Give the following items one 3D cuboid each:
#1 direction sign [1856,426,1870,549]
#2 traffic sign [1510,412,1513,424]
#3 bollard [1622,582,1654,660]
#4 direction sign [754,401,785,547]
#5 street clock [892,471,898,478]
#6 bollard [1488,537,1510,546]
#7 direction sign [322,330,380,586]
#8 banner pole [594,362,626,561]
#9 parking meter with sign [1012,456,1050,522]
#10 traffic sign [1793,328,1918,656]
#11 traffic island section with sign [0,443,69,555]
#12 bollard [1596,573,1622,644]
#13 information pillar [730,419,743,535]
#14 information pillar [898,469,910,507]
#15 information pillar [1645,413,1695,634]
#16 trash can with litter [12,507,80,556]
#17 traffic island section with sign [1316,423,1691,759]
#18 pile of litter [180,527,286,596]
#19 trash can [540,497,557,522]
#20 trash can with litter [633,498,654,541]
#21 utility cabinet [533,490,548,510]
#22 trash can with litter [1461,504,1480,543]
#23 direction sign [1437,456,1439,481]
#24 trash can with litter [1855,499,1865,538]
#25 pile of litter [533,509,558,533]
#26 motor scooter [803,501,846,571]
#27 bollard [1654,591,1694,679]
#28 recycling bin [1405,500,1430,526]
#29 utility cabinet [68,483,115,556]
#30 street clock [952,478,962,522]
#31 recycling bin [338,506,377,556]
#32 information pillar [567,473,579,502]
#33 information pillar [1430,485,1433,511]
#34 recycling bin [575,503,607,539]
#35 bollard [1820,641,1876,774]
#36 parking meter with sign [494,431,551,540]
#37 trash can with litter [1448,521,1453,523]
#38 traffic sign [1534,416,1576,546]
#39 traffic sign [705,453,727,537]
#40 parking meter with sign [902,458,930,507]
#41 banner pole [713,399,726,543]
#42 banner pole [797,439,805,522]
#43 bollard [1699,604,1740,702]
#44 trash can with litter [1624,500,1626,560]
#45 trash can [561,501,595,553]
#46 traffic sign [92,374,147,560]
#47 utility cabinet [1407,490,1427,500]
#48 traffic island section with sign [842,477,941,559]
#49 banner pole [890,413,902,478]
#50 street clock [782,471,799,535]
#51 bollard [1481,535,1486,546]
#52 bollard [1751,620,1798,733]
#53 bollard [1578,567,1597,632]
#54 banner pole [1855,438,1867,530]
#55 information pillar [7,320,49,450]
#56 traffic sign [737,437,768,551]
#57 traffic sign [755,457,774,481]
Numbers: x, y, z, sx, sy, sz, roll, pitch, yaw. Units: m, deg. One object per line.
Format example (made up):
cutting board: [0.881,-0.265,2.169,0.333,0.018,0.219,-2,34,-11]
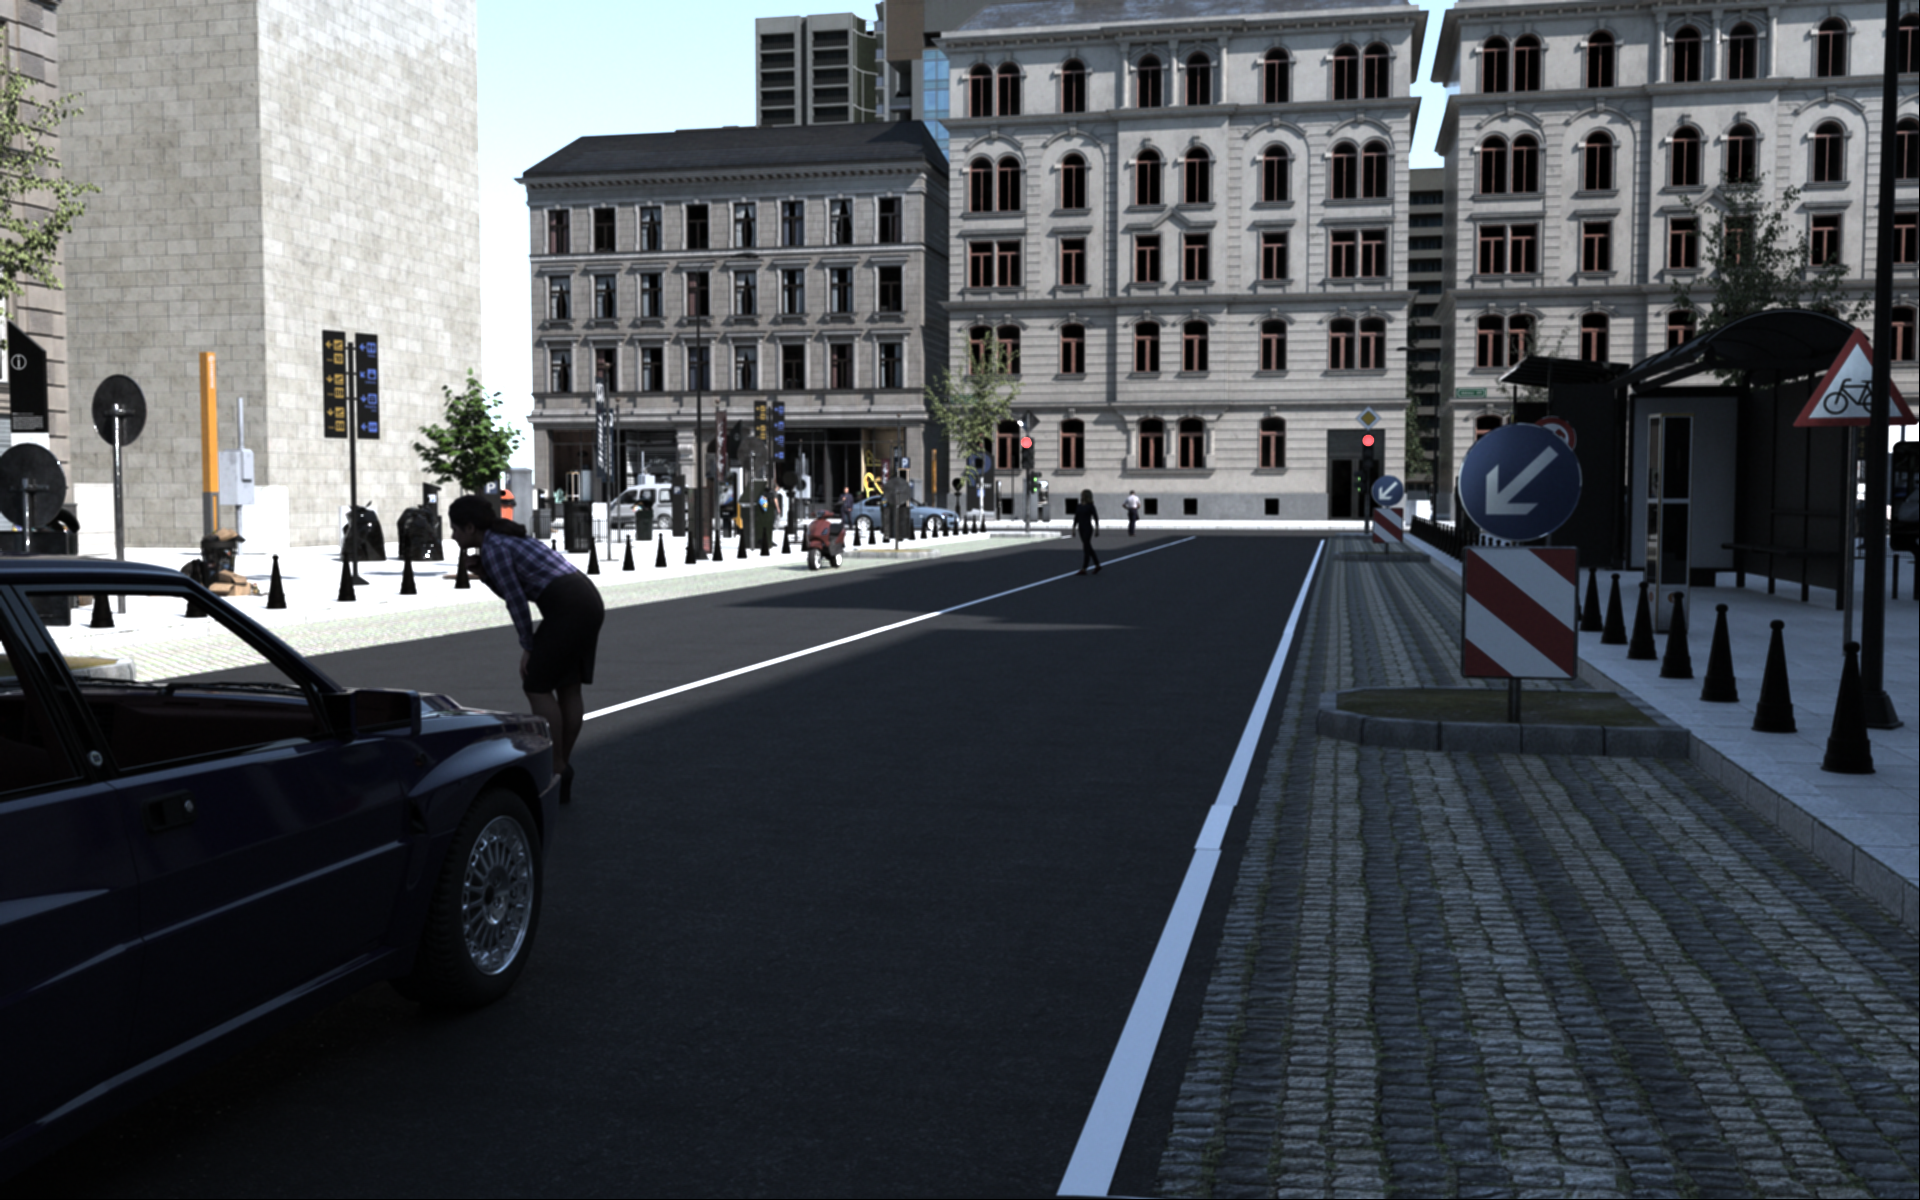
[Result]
direction sign: [21.064,-2.949,40.216,0.379,3.537,0.876,0,4,-4]
traffic sign: [14.781,-3.000,42.916,2.265,3.308,0.079,1,4,14]
bollard: [5.318,0.156,13.484,0.229,0.601,0.229,0,3,0]
direction sign: [-4.638,-3.074,42.263,0.876,3.537,0.379,-3,5,-41]
street clock: [-1.921,-3.083,54.980,0.471,2.002,0.358,-3,5,-43]
bollard: [8.028,-0.599,25.833,0.229,0.601,0.229,0,3,0]
direction sign: [-8.533,-1.978,24.344,0.379,3.537,0.876,2,4,35]
banner pole: [-6.747,-2.617,32.809,0.401,3.779,0.863,1,4,9]
parking meter with sign: [3.219,-5.032,78.527,1.738,3.016,0.543,0,4,2]
traffic sign: [7.027,-0.834,13.648,0.884,2.594,0.081,1,4,18]
traffic island section with sign: [-7.294,-0.251,12.738,1.989,1.847,2.006,1,4,12]
bollard: [5.620,0.072,14.862,0.229,0.601,0.229,0,3,0]
information pillar: [-7.009,-3.851,54.314,0.504,3.616,0.183,3,4,37]
information pillar: [-1.631,-2.800,50.273,0.304,2.012,0.304,1,4,8]
information pillar: [6.514,-0.699,15.921,0.304,2.012,0.304,0,4,0]
trash can with litter: [-10.209,-0.499,19.551,0.624,1.170,1.055,-1,4,-8]
traffic island section with sign: [3.177,-0.111,10.439,1.989,1.847,2.006,1,4,12]
pile of litter: [-9.471,-0.488,21.951,1.719,0.858,1.176,1,4,19]
trash can: [-18.703,-4.102,78.723,0.748,1.137,0.748,0,3,0]
trash can with litter: [-8.798,-2.222,47.722,0.624,1.170,1.055,-1,4,-21]
utility cabinet: [-21.081,-4.724,85.915,1.173,1.500,0.318,-2,4,-29]
trash can with litter: [13.674,-2.125,46.129,0.624,1.170,1.055,1,4,15]
direction sign: [28.712,-6.803,103.218,0.876,3.537,0.379,0,4,-6]
trash can with litter: [26.297,-2.398,50.599,1.055,1.170,0.624,-1,4,-18]
pile of litter: [-14.103,-2.674,57.682,1.176,0.858,1.719,-3,4,-38]
motor scooter: [-2.553,-1.236,32.979,0.815,1.314,1.986,1,4,12]
bollard: [5.020,0.240,12.117,0.229,0.601,0.229,0,3,0]
recycling bin: [18.461,-3.505,69.855,0.722,1.027,0.722,-2,4,-24]
utility cabinet: [-18.037,-1.661,35.834,0.318,1.500,1.173,1,4,12]
street clock: [-0.095,-4.538,78.769,0.471,2.002,0.358,1,4,22]
recycling bin: [-12.570,-1.442,36.130,0.722,1.027,0.722,-1,4,-23]
information pillar: [-13.266,-3.358,59.387,0.304,2.012,0.304,2,4,34]
information pillar: [36.940,-8.002,135.320,0.304,2.012,0.304,-3,4,-36]
recycling bin: [-10.655,-2.294,50.055,0.722,1.027,0.722,3,5,44]
bollard: [4.120,0.491,8.018,0.229,0.601,0.229,0,3,0]
parking meter with sign: [-12.309,-3.189,48.406,1.738,3.016,0.543,-3,5,-43]
trash can with litter: [22.554,-4.089,77.920,1.678,1.210,2.233,1,4,18]
traffic sign: [9.702,-1.736,28.484,0.768,2.556,0.104,1,4,13]
traffic sign: [-6.101,-2.517,43.281,0.606,2.300,0.079,1,4,19]
parking meter with sign: [-2.139,-5.341,83.586,0.543,3.016,1.738,3,4,37]
banner pole: [-6.344,-3.420,45.937,0.401,3.779,0.863,1,4,10]
banner pole: [-7.334,-5.470,79.451,0.401,3.779,0.863,-1,4,-14]
bollard: [4.722,0.324,10.750,0.229,0.601,0.229,0,3,0]
trash can with litter: [13.149,-1.382,33.979,0.624,1.170,1.055,1,4,10]
trash can: [-8.292,-1.588,37.617,0.748,1.137,0.748,0,3,0]
traffic sign: [-8.978,-1.123,18.475,0.768,2.556,0.104,1,4,22]
utility cabinet: [28.290,-6.030,107.275,1.173,1.500,0.318,1,4,18]
traffic island section with sign: [-1.507,-1.862,39.067,1.989,1.847,2.006,1,4,12]
banner pole: [-1.867,-3.873,53.347,0.401,3.779,0.863,0,4,-5]
street clock: [-5.340,-3.061,54.625,0.471,2.002,0.358,1,4,17]
bollard: [8.329,-0.682,27.200,0.229,0.601,0.229,0,3,0]
bollard: [4.420,0.407,9.385,0.229,0.601,0.229,0,3,0]
bollard: [5.922,-0.011,16.229,0.229,0.601,0.229,0,3,0]
banner pole: [27.029,-3.791,52.003,0.401,3.779,0.863,0,4,4]
information pillar: [-12.595,-1.963,23.445,0.504,3.616,0.183,0,4,1]
traffic sign: [-4.654,-2.364,38.761,0.768,2.556,0.104,1,4,21]
traffic sign: [-5.469,-2.830,48.398,0.606,2.300,0.079,1,4,19]
